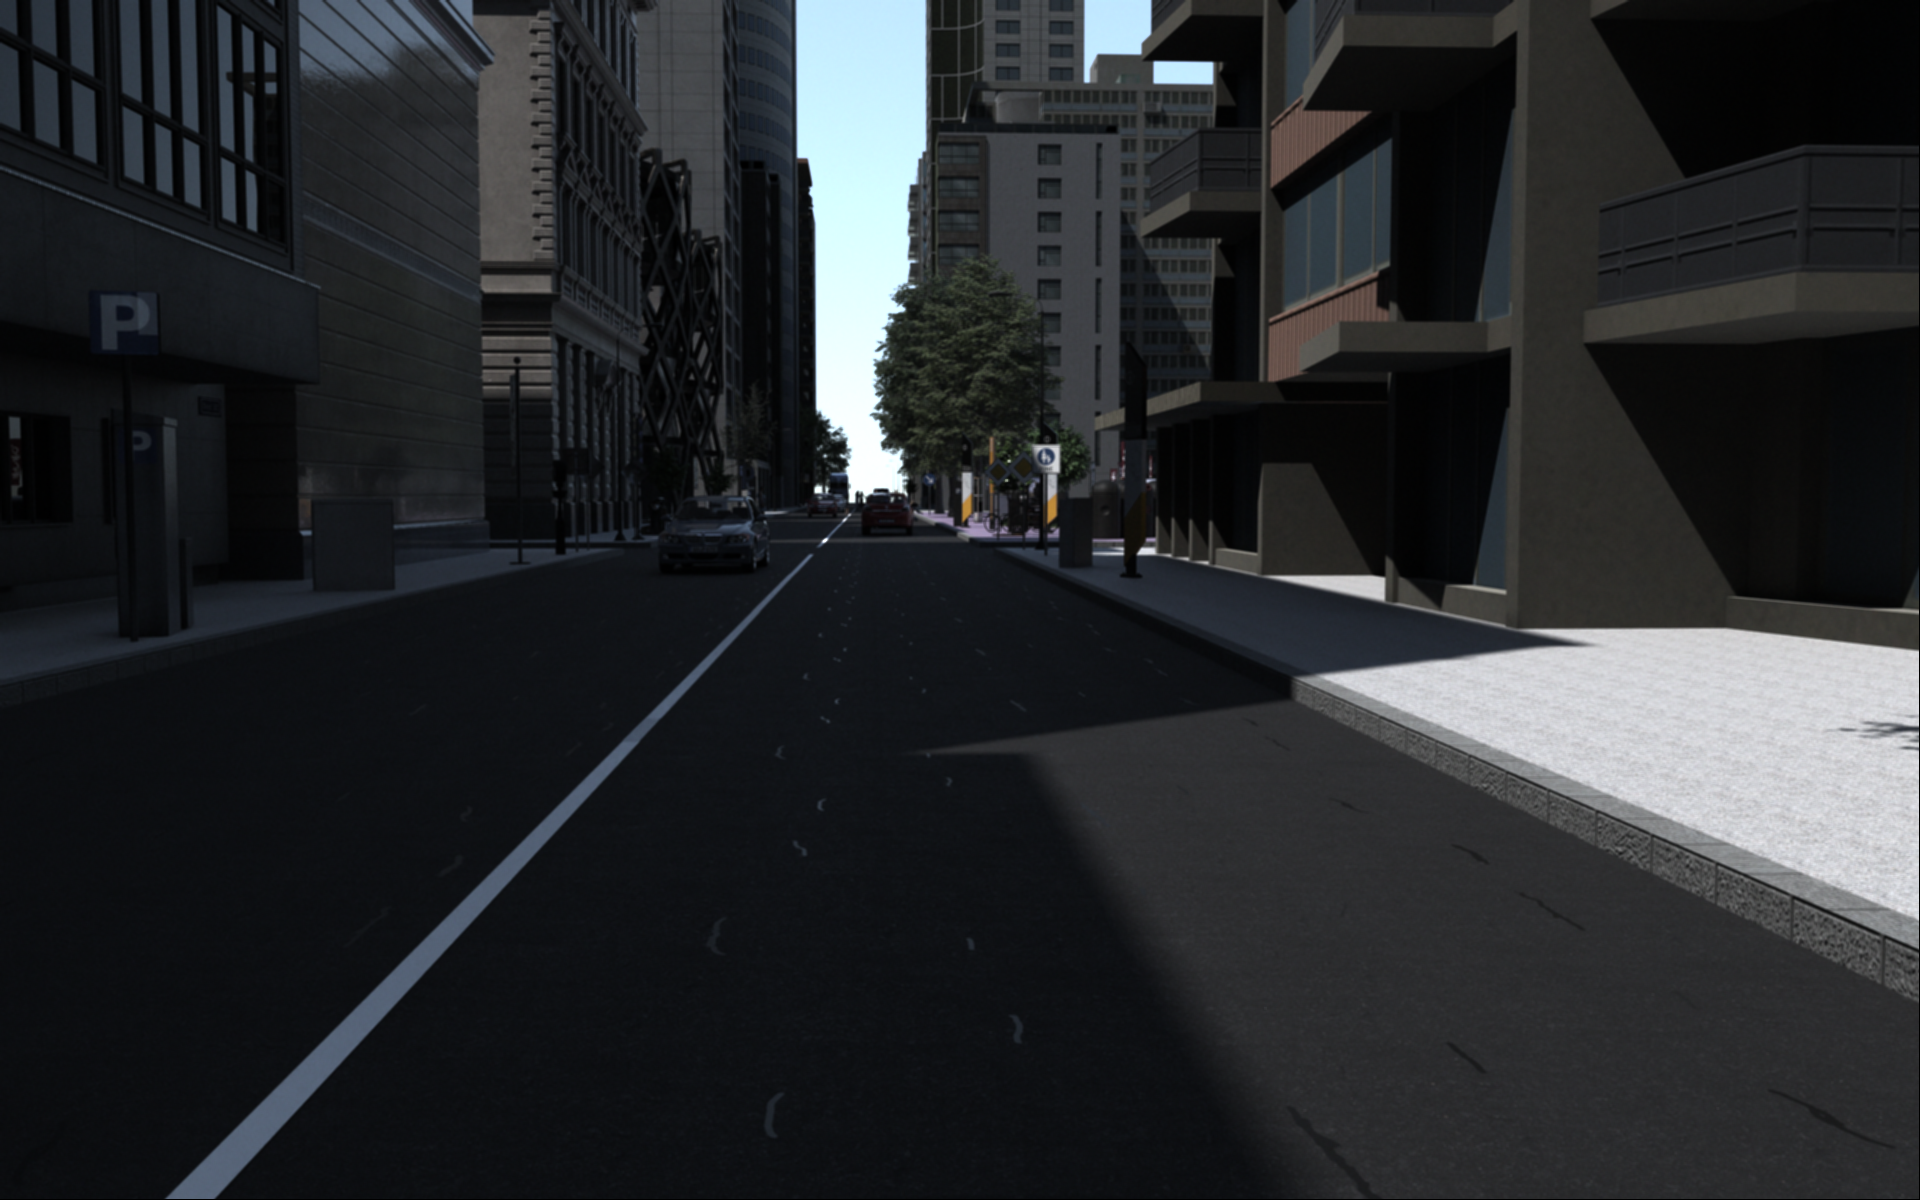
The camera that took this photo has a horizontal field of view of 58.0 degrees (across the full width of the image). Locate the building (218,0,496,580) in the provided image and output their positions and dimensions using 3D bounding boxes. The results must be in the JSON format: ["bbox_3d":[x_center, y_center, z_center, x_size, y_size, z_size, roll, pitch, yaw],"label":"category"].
[{"bbox_3d":[-19.836,-14.986,30.922,20.117,28.700,13.634,0,4,-3],"label":"building"}]

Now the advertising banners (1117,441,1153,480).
[{"bbox_3d":[5.769,-3.665,56.117,0.090,3.025,2.074,-2,4,-28],"label":"advertising banners"}]

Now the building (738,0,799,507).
[{"bbox_3d":[-26.982,-38.376,169.446,21.231,58.520,28.212,0,4,-3],"label":"building"}]

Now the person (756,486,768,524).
[{"bbox_3d":[-9.357,-4.446,81.285,0.778,1.811,0.616,-1,4,-12],"label":"person"}]

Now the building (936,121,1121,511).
[{"bbox_3d":[5.003,-22.417,138.211,14.160,30.474,14.107,0,4,-3],"label":"building"}]

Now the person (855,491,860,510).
[{"bbox_3d":[-9.415,-9.184,159.326,0.621,1.740,0.551,-3,5,-43],"label":"person"}]

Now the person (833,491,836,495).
[{"bbox_3d":[-10.831,-8.587,149.719,1.217,1.723,0.721,1,4,21],"label":"person"}]

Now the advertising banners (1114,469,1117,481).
[{"bbox_3d":[9.592,-6.079,95.585,2.074,3.025,0.090,-2,4,-25],"label":"advertising banners"}]

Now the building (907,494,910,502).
[{"bbox_3d":[7.900,-35.417,270.947,32.217,40.220,23.993,0,4,-3],"label":"building"}]

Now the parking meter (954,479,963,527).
[{"bbox_3d":[-0.052,-3.831,68.354,0.399,1.863,0.255,0,4,1],"label":"parking meter"}]

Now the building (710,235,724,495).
[{"bbox_3d":[-21.933,-14.076,97.587,16.820,18.784,16.811,0,4,-3],"label":"building"}]

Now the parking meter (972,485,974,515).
[{"bbox_3d":[0.942,-6.148,106.225,0.255,1.863,0.399,2,4,30],"label":"parking meter"}]

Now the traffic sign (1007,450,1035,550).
[{"bbox_3d":[1.468,-2.216,39.879,0.795,2.450,0.064,0,4,-3],"label":"traffic sign"}]

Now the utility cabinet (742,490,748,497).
[{"bbox_3d":[-11.557,-5.156,92.986,0.318,1.500,1.173,0,4,-5],"label":"utility cabinet"}]

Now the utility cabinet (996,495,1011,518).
[{"bbox_3d":[2.226,-4.917,91.548,1.020,1.237,0.306,-3,4,-38],"label":"utility cabinet"}]

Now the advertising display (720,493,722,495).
[{"bbox_3d":[-17.024,-7.042,120.342,0.974,1.923,0.123,0,4,3],"label":"advertising display"}]

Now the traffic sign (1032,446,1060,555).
[{"bbox_3d":[1.792,-2.076,36.079,0.606,2.300,0.079,0,4,4],"label":"traffic sign"}]

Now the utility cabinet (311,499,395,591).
[{"bbox_3d":[-8.092,-0.730,23.092,1.020,1.237,0.306,-1,4,-23],"label":"utility cabinet"}]

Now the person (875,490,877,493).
[{"bbox_3d":[-6.363,-7.540,132.303,1.217,1.766,0.721,-1,4,-19],"label":"person"}]

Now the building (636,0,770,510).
[{"bbox_3d":[-25.105,-42.349,130.658,20.563,71.187,20.611,0,4,-3],"label":"building"}]

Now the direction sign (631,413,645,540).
[{"bbox_3d":[-9.041,-3.459,48.549,0.379,3.537,0.876,1,4,9],"label":"direction sign"}]

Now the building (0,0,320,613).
[{"bbox_3d":[-15.339,-13.356,11.882,14.314,27.812,24.014,0,4,-3],"label":"building"}]

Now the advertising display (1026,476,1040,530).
[{"bbox_3d":[2.832,-3.516,62.706,0.974,1.923,0.123,-2,4,-30],"label":"advertising display"}]

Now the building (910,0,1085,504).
[{"bbox_3d":[4.074,-47.626,216.942,20.563,71.187,20.611,0,4,-3],"label":"building"}]

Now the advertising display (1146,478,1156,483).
[{"bbox_3d":[7.725,-3.863,68.366,0.974,1.923,0.123,1,4,11],"label":"advertising display"}]

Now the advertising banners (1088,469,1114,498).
[{"bbox_3d":[9.897,-7.570,119.957,2.074,3.025,0.090,1,4,16],"label":"advertising banners"}]

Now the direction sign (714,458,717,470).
[{"bbox_3d":[-15.221,-7.108,108.215,0.379,3.537,0.876,-2,4,-27],"label":"direction sign"}]

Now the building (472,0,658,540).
[{"bbox_3d":[-16.627,-13.950,56.958,11.050,23.489,19.941,0,4,-3],"label":"building"}]

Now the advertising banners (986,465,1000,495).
[{"bbox_3d":[1.972,-6.615,104.350,0.090,3.025,2.074,2,4,26],"label":"advertising banners"}]

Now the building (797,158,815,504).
[{"bbox_3d":[-29.862,-34.580,220.000,22.147,44.769,28.867,0,4,-3],"label":"building"}]

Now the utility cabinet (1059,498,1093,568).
[{"bbox_3d":[2.043,-1.187,30.577,0.306,1.237,1.020,1,4,23],"label":"utility cabinet"}]

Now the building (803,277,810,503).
[{"bbox_3d":[-32.441,-37.998,244.971,21.300,48.544,21.600,0,4,-3],"label":"building"}]

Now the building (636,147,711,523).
[{"bbox_3d":[-20.267,-12.711,75.280,16.820,18.784,16.811,0,4,-3],"label":"building"}]

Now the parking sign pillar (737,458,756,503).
[{"bbox_3d":[-14.639,-7.983,118.989,1.447,3.967,1.447,-3,5,-44],"label":"parking sign pillar"}]

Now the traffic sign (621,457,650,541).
[{"bbox_3d":[-8.880,-2.674,47.358,0.795,2.450,0.064,0,4,-3],"label":"traffic sign"}]

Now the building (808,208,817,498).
[{"bbox_3d":[-28.995,-37.494,263.139,14.600,45.320,14.200,0,4,-3],"label":"building"}]

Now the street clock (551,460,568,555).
[{"bbox_3d":[-8.480,-1.966,36.718,0.358,2.002,0.471,-1,4,-21],"label":"street clock"}]

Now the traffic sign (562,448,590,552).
[{"bbox_3d":[-8.482,-2.212,38.304,0.606,2.300,0.079,0,4,-3],"label":"traffic sign"}]

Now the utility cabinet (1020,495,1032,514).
[{"bbox_3d":[3.145,-4.067,77.655,1.020,1.237,0.306,3,5,43],"label":"utility cabinet"}]

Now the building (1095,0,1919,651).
[{"bbox_3d":[14.464,-22.584,23.878,22.147,44.769,28.867,0,4,-3],"label":"building"}]

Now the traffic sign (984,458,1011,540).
[{"bbox_3d":[1.052,-2.704,47.854,0.795,2.450,0.064,0,4,-3],"label":"traffic sign"}]

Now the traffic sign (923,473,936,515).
[{"bbox_3d":[-1.858,-6.450,105.560,0.768,2.556,0.104,0,4,0],"label":"traffic sign"}]

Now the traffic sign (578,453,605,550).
[{"bbox_3d":[-8.463,-2.186,39.383,0.795,2.450,0.064,0,4,-3],"label":"traffic sign"}]

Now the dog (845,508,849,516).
[{"bbox_3d":[-7.394,-5.754,113.365,0.540,0.507,0.406,2,4,29],"label":"dog"}]

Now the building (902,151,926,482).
[{"bbox_3d":[3.890,-38.136,243.129,23.786,49.044,30.456,0,4,-3],"label":"building"}]

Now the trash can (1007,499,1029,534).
[{"bbox_3d":[1.846,-2.659,55.132,0.748,1.137,0.748,0,3,0],"label":"trash can"}]

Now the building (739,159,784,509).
[{"bbox_3d":[-22.665,-23.099,149.377,14.160,30.474,14.107,0,4,-3],"label":"building"}]

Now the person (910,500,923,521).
[{"bbox_3d":[-2.457,-4.503,87.626,1.012,1.151,0.738,2,4,33],"label":"person"}]

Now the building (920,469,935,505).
[{"bbox_3d":[10.010,-20.756,184.397,27.650,21.520,28.899,0,4,-3],"label":"building"}]

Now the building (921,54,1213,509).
[{"bbox_3d":[12.757,-28.473,157.412,32.217,40.220,23.993,0,4,-3],"label":"building"}]
